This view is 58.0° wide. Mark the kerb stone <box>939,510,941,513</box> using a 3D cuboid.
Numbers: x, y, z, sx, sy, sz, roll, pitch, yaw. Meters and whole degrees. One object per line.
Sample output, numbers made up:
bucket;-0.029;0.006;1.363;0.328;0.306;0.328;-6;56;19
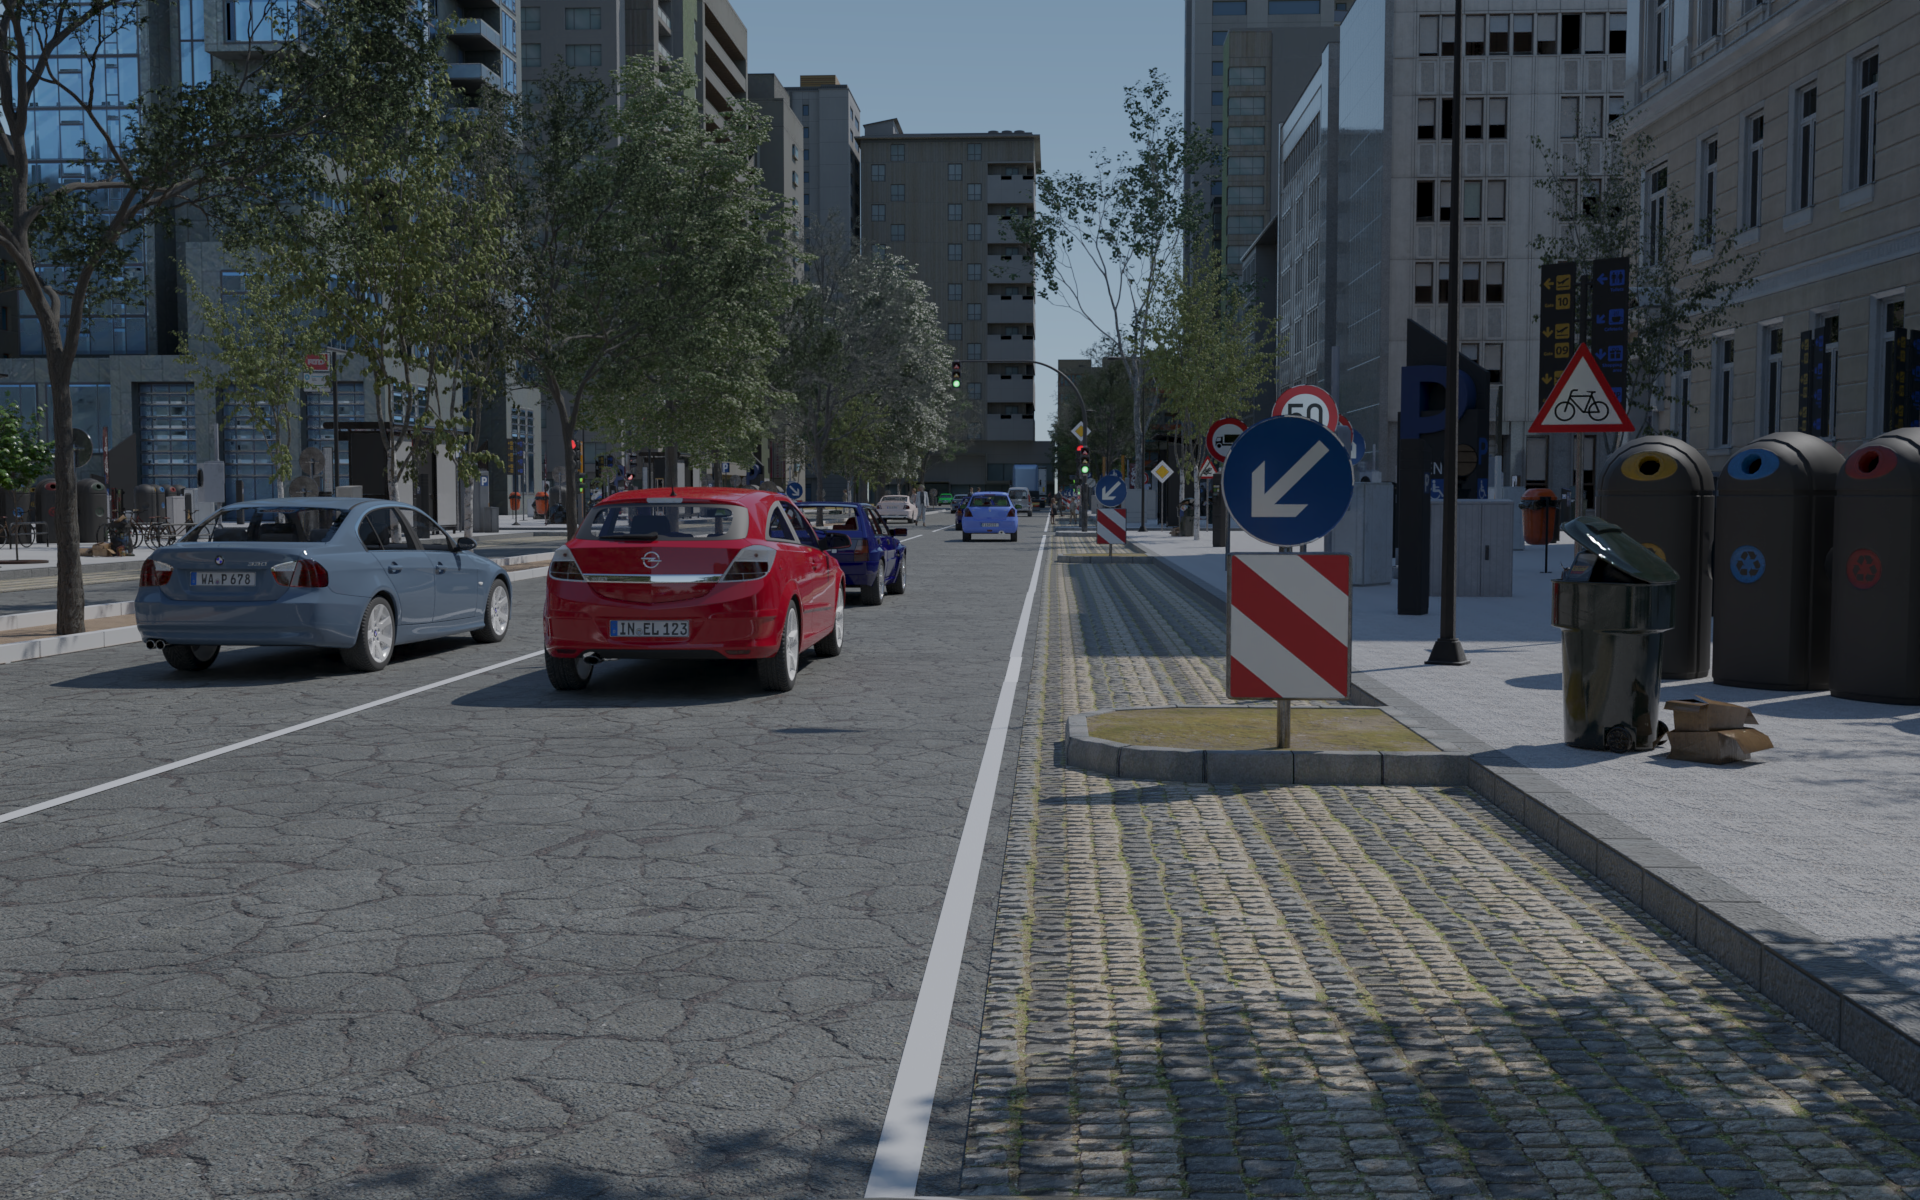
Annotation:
kerb stone;-1.740;-6.707;131.891;0.120;0.150;1.000;0;4;3

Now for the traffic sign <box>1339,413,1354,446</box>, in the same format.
traffic sign;5.638;-1.620;26.594;0.768;2.556;0.104;1;4;12

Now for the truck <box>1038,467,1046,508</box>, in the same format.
truck;7.743;-11.840;182.497;2.839;4.237;11.283;0;4;1

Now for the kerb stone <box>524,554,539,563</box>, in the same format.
kerb stone;-9.052;-0.856;36.186;0.120;0.150;1.000;0;4;3

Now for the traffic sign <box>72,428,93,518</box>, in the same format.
traffic sign;-17.063;-2.035;33.381;0.768;2.556;0.104;1;4;10

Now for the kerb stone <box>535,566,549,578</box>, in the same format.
kerb stone;-7.295;-0.470;29.956;0.120;0.150;1.000;0;4;3

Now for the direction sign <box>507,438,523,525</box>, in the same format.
direction sign;-18.180;-4.822;70.829;0.379;3.537;0.876;2;4;30

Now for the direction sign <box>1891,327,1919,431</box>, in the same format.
direction sign;13.003;-1.948;23.843;0.876;3.537;0.379;-3;5;-41

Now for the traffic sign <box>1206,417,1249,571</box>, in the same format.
traffic sign;4.470;-1.758;28.857;0.768;2.556;0.104;0;4;5

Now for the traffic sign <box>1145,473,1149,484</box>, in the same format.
traffic sign;10.345;-6.016;98.468;0.768;2.556;0.104;1;4;9

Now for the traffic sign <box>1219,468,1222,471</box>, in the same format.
traffic sign;10.325;-3.976;67.134;0.606;2.300;0.079;0;4;4

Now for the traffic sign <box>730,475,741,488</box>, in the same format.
traffic sign;-14.774;-6.960;113.902;0.768;2.556;0.104;1;4;8

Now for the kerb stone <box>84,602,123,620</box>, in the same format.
kerb stone;-9.946;0.144;19.846;0.120;0.150;1.000;0;4;3

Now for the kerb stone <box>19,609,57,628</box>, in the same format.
kerb stone;-10.003;0.207;18.819;0.120;0.150;1.000;0;4;3

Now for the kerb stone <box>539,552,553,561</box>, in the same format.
kerb stone;-8.995;-0.919;37.214;0.120;0.150;1.000;0;4;3

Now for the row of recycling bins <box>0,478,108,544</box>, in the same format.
row of recycling bins;-23.998;-2.304;44.791;3.534;1.692;1.069;-3;5;-43

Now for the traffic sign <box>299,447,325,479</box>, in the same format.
traffic sign;-17.493;-2.854;46.762;0.768;2.556;0.104;1;4;10

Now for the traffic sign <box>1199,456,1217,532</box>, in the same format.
traffic sign;8.401;-3.596;58.801;0.884;2.594;0.081;1;4;10

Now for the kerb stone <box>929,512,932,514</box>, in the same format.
kerb stone;-2.238;-6.143;122.673;0.120;0.150;1.000;0;4;3

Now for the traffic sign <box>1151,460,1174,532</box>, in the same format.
traffic sign;6.890;-3.537;59.023;0.795;2.450;0.064;0;4;6

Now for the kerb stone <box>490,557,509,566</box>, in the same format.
kerb stone;-9.160;-0.728;34.143;0.120;0.150;1.000;0;4;3

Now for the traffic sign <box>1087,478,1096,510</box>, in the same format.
traffic sign;10.329;-8.346;136.568;0.768;2.556;0.104;1;4;12

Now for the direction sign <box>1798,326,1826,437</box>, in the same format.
direction sign;11.714;-1.950;23.881;0.379;3.537;0.876;0;4;7

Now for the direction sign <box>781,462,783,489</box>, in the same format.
direction sign;-12.558;-7.967;122.254;0.379;3.537;0.876;0;4;-2

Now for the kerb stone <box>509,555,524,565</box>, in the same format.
kerb stone;-9.116;-0.789;35.164;0.120;0.150;1.000;0;4;3

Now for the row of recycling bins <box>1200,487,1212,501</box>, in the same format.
row of recycling bins;15.056;-5.997;105.161;3.534;1.692;1.069;2;4;25

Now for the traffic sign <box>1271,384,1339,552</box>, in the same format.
traffic sign;4.012;-1.229;20.204;0.768;2.556;0.104;1;4;10

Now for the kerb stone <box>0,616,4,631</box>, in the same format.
kerb stone;-10.051;0.269;17.798;0.120;0.150;1.000;0;4;3

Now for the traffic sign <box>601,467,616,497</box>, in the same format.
traffic sign;-16.305;-4.906;80.315;0.768;2.556;0.104;1;4;12

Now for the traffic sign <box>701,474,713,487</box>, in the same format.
traffic sign;-15.796;-6.597;107.975;0.768;2.556;0.104;0;4;7

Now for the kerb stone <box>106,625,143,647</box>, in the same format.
kerb stone;-8.013;0.338;16.662;0.120;0.150;1.000;0;4;3

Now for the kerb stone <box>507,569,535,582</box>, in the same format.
kerb stone;-7.348;-0.405;28.931;0.120;0.150;1.000;0;4;3

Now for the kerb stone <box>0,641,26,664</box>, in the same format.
kerb stone;-8.125;0.463;14.621;0.120;0.150;1.000;0;4;3

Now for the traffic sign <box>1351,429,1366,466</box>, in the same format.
traffic sign;7.336;-2.015;33.059;0.768;2.556;0.104;1;4;11

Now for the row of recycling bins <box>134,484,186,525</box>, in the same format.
row of recycling bins;-33.777;-4.039;73.154;1.069;1.692;3.534;0;4;3

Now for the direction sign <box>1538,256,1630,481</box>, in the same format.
direction sign;6.058;-1.523;16.902;0.876;3.537;0.379;3;5;45

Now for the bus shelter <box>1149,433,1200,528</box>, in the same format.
bus shelter;8.580;-4.769;69.257;1.731;3.624;6.357;0;4;3

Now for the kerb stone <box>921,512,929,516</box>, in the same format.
kerb stone;-2.411;-5.952;119.607;0.120;0.150;1.000;0;4;3

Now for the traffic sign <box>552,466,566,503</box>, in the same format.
traffic sign;-17.969;-4.754;77.839;0.768;2.556;0.104;0;4;5

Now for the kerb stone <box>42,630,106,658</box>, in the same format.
kerb stone;-8.067;0.401;15.641;0.120;0.150;1.000;0;4;3

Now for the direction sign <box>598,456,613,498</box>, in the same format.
direction sign;-20.864;-6.731;102.041;0.876;3.537;0.379;-2;4;-30

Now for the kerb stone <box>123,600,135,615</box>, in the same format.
kerb stone;-9.889;0.081;20.866;0.120;0.150;1.000;0;4;3

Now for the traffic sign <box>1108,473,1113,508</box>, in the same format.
traffic sign;8.498;-5.894;96.480;0.768;2.556;0.104;0;4;7

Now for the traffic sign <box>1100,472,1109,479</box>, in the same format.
traffic sign;8.381;-6.047;98.970;0.768;2.556;0.104;1;4;12

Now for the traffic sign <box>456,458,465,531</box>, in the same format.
traffic sign;-17.495;-3.682;60.309;0.768;2.556;0.104;0;4;4

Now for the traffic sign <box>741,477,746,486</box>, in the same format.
traffic sign;-15.357;-7.619;124.684;0.768;2.556;0.104;0;4;4

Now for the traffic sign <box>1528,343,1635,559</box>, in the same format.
traffic sign;5.360;-0.917;14.994;0.884;2.594;0.081;1;4;9

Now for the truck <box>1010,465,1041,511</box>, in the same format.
truck;5.801;-9.986;153.036;2.967;4.110;18.799;0;4;2

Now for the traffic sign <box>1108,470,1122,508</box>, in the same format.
traffic sign;8.039;-5.487;89.821;0.768;2.556;0.104;1;4;11

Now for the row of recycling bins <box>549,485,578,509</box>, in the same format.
row of recycling bins;-18.723;-4.622;82.685;1.069;1.692;3.534;0;4;4

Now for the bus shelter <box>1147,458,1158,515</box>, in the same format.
bus shelter;10.987;-5.958;91.343;2.014;3.302;5.546;0;4;3

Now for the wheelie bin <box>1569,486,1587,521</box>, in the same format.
wheelie bin;23.536;-3.568;66.243;0.693;1.594;0.980;-1;4;-23

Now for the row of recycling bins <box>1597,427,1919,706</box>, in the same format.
row of recycling bins;5.672;-0.251;11.212;1.069;1.692;3.534;-2;4;-31
